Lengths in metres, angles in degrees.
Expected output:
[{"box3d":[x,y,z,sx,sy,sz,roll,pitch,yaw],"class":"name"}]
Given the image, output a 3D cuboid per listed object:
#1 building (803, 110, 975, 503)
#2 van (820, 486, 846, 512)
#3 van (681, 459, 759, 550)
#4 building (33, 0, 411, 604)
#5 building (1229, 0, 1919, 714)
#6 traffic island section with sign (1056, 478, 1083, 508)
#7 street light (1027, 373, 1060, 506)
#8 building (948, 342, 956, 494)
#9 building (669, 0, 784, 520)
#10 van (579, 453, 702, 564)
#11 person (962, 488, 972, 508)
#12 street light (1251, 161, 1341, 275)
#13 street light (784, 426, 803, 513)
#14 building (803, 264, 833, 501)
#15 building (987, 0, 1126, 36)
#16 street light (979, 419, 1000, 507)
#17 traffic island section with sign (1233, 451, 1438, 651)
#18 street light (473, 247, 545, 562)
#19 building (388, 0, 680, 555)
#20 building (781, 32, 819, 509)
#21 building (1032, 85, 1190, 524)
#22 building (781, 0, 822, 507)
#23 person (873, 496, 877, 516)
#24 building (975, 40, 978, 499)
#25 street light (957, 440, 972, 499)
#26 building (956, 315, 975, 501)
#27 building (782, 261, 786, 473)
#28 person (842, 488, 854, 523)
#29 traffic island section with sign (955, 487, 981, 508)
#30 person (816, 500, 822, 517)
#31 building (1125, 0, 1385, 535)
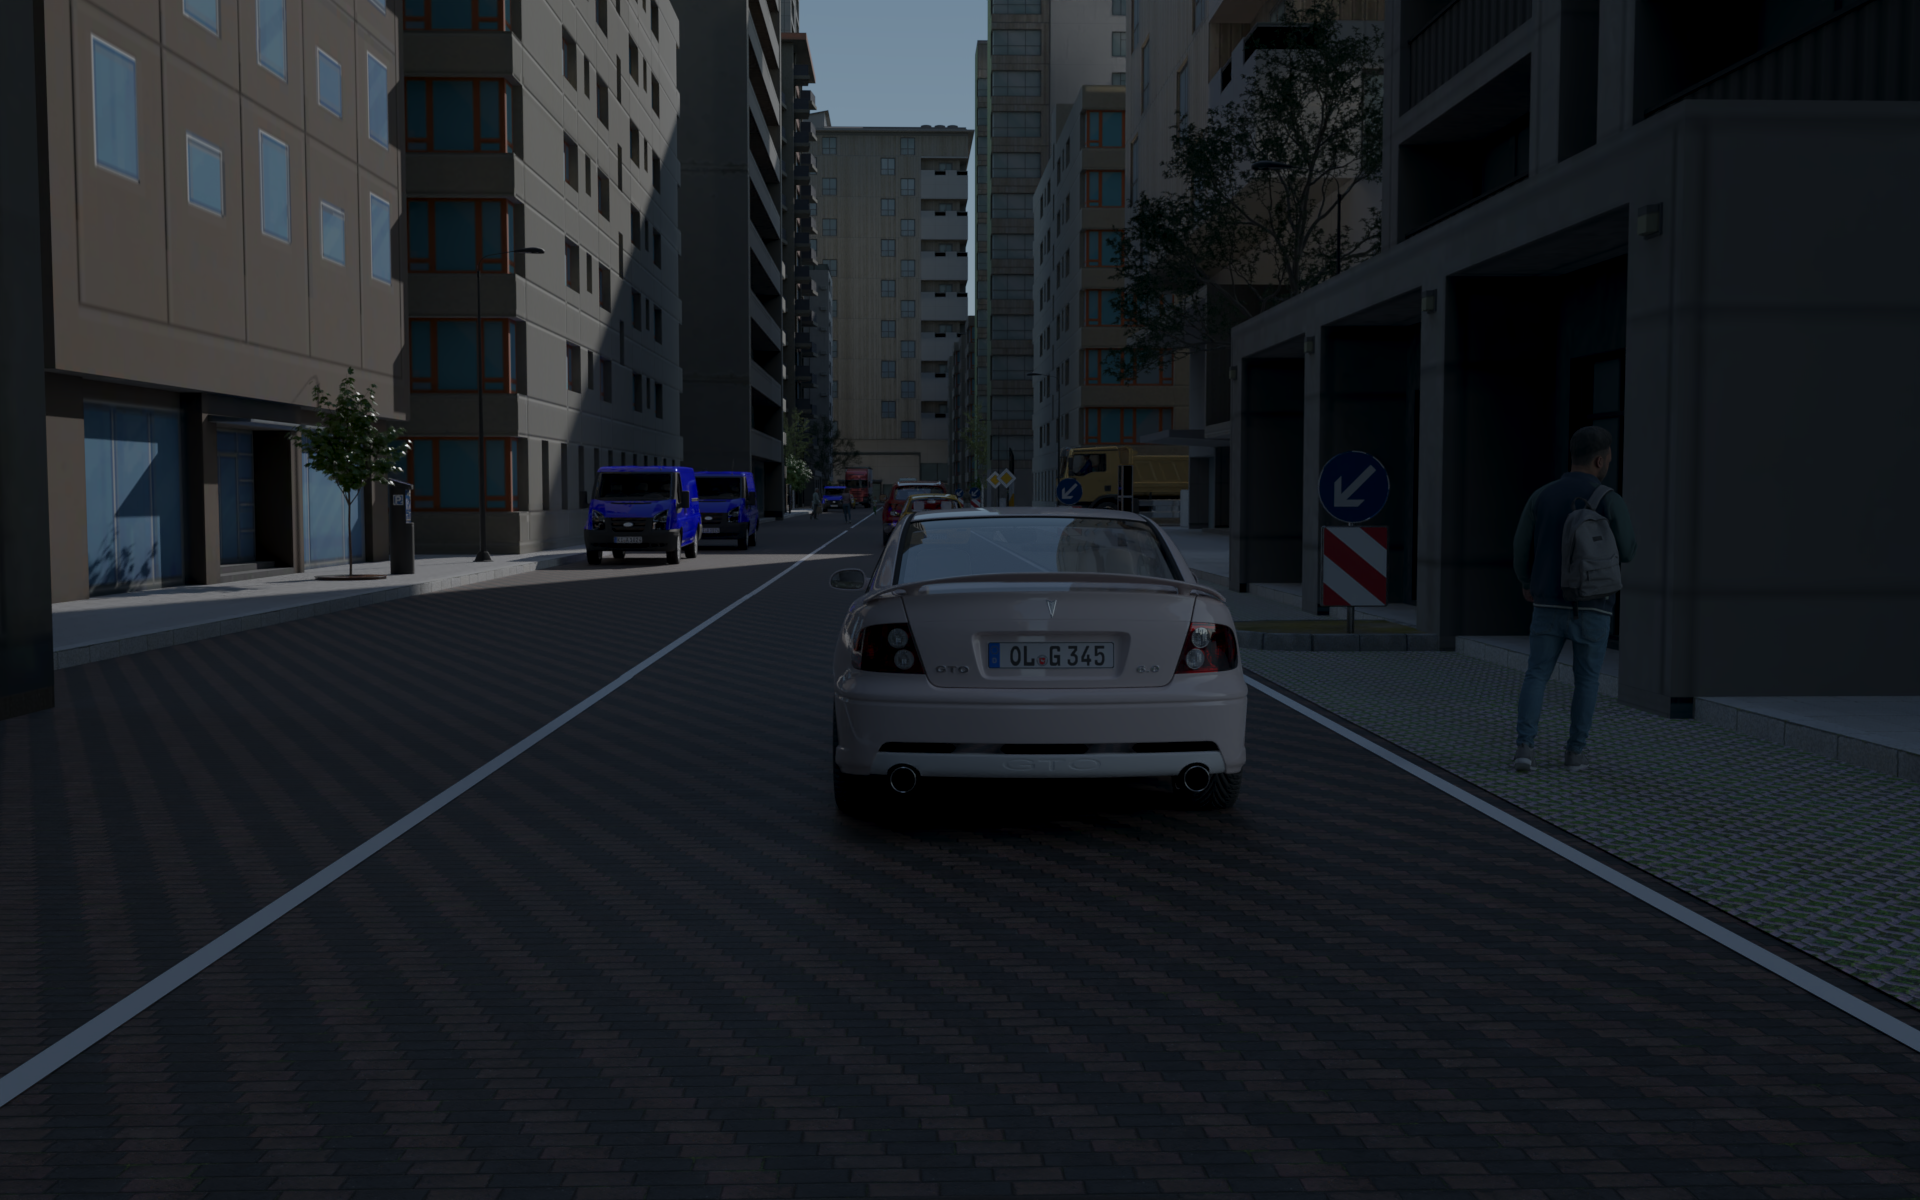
[{"box3d":[-10.087,-40.199,246.498,27.495,52.752,28.713,0,4,-2],"class":"building"},{"box3d":[-9.844,-8.098,136.793,2.240,2.365,5.245,0,4,-2],"class":"van"},{"box3d":[-6.461,-2.549,46.056,2.240,2.365,5.245,0,4,-3],"class":"van"},{"box3d":[-17.378,-22.945,25.257,14.600,45.320,14.200,0,4,-2],"class":"building"},{"box3d":[14.536,-35.192,13.639,20.563,71.187,20.611,0,4,-2],"class":"building"},{"box3d":[2.572,-2.136,43.559,1.989,1.847,2.006,0,4,-2],"class":"traffic island section with sign"},{"box3d":[3.253,-5.740,66.383,1.470,5.913,1.316,0,4,-2],"class":"street light"},{"box3d":[12.684,-22.437,211.892,27.650,21.520,28.899,0,4,-2],"class":"building"},{"box3d":[-19.970,-28.079,82.796,21.300,48.544,21.600,0,4,-2],"class":"building"},{"box3d":[-6.750,-2.001,37.102,2.240,2.365,5.245,0,4,-3],"class":"van"},{"box3d":[0.397,-5.060,91.777,0.519,1.759,0.362,1,4,18],"class":"person"},{"box3d":[4.757,-3.168,24.331,1.470,5.913,1.316,0,4,-2],"class":"street light"},{"box3d":[-11.327,-8.870,117.573,1.470,5.913,1.316,0,4,-2],"class":"street light"},{"box3d":[-23.047,-27.281,217.751,14.107,30.474,14.160,0,4,-2],"class":"building"},{"box3d":[8.748,-26.421,115.578,14.154,41.232,14.086,0,4,-2],"class":"building"},{"box3d":[1.861,-8.241,107.279,1.470,5.913,1.316,0,4,-2],"class":"street light"},{"box3d":[3.471,-0.489,16.619,1.989,1.847,2.006,0,4,-2],"class":"traffic island section with sign"},{"box3d":[-8.510,-3.680,32.709,1.470,5.913,1.316,0,4,-2],"class":"street light"},{"box3d":[-24.231,-12.497,49.371,28.899,21.520,27.650,0,4,-2],"class":"building"},{"box3d":[-24.800,-31.068,162.580,22.147,44.769,28.867,0,4,-2],"class":"building"},{"box3d":[19.140,-14.845,87.748,28.899,21.520,27.650,0,4,-2],"class":"building"},{"box3d":[-25.482,-45.763,186.471,20.563,71.187,20.611,0,4,-2],"class":"building"},{"box3d":[-5.607,-6.223,114.502,0.306,1.304,0.590,1,4,11],"class":"person"},{"box3d":[8.307,-29.154,160.256,14.154,41.232,14.086,0,4,-2],"class":"building"},{"box3d":[0.408,-10.805,149.205,1.470,5.913,1.316,0,4,-2],"class":"street light"},{"box3d":[14.143,-20.641,182.516,27.650,21.520,28.899,0,4,-2],"class":"building"},{"box3d":[-26.580,-16.610,116.607,27.650,21.520,28.899,0,4,-2],"class":"building"},{"box3d":[-5.536,-4.661,85.299,0.593,1.750,0.643,0,4,1],"class":"person"},{"box3d":[0.717,-5.533,99.094,1.989,1.847,2.006,0,4,-2],"class":"traffic island section with sign"},{"box3d":[-9.017,-5.939,110.623,0.505,1.210,0.382,1,4,15],"class":"person"},{"box3d":[19.888,-28.204,50.371,28.713,52.752,27.495,0,4,-2],"class":"building"}]
